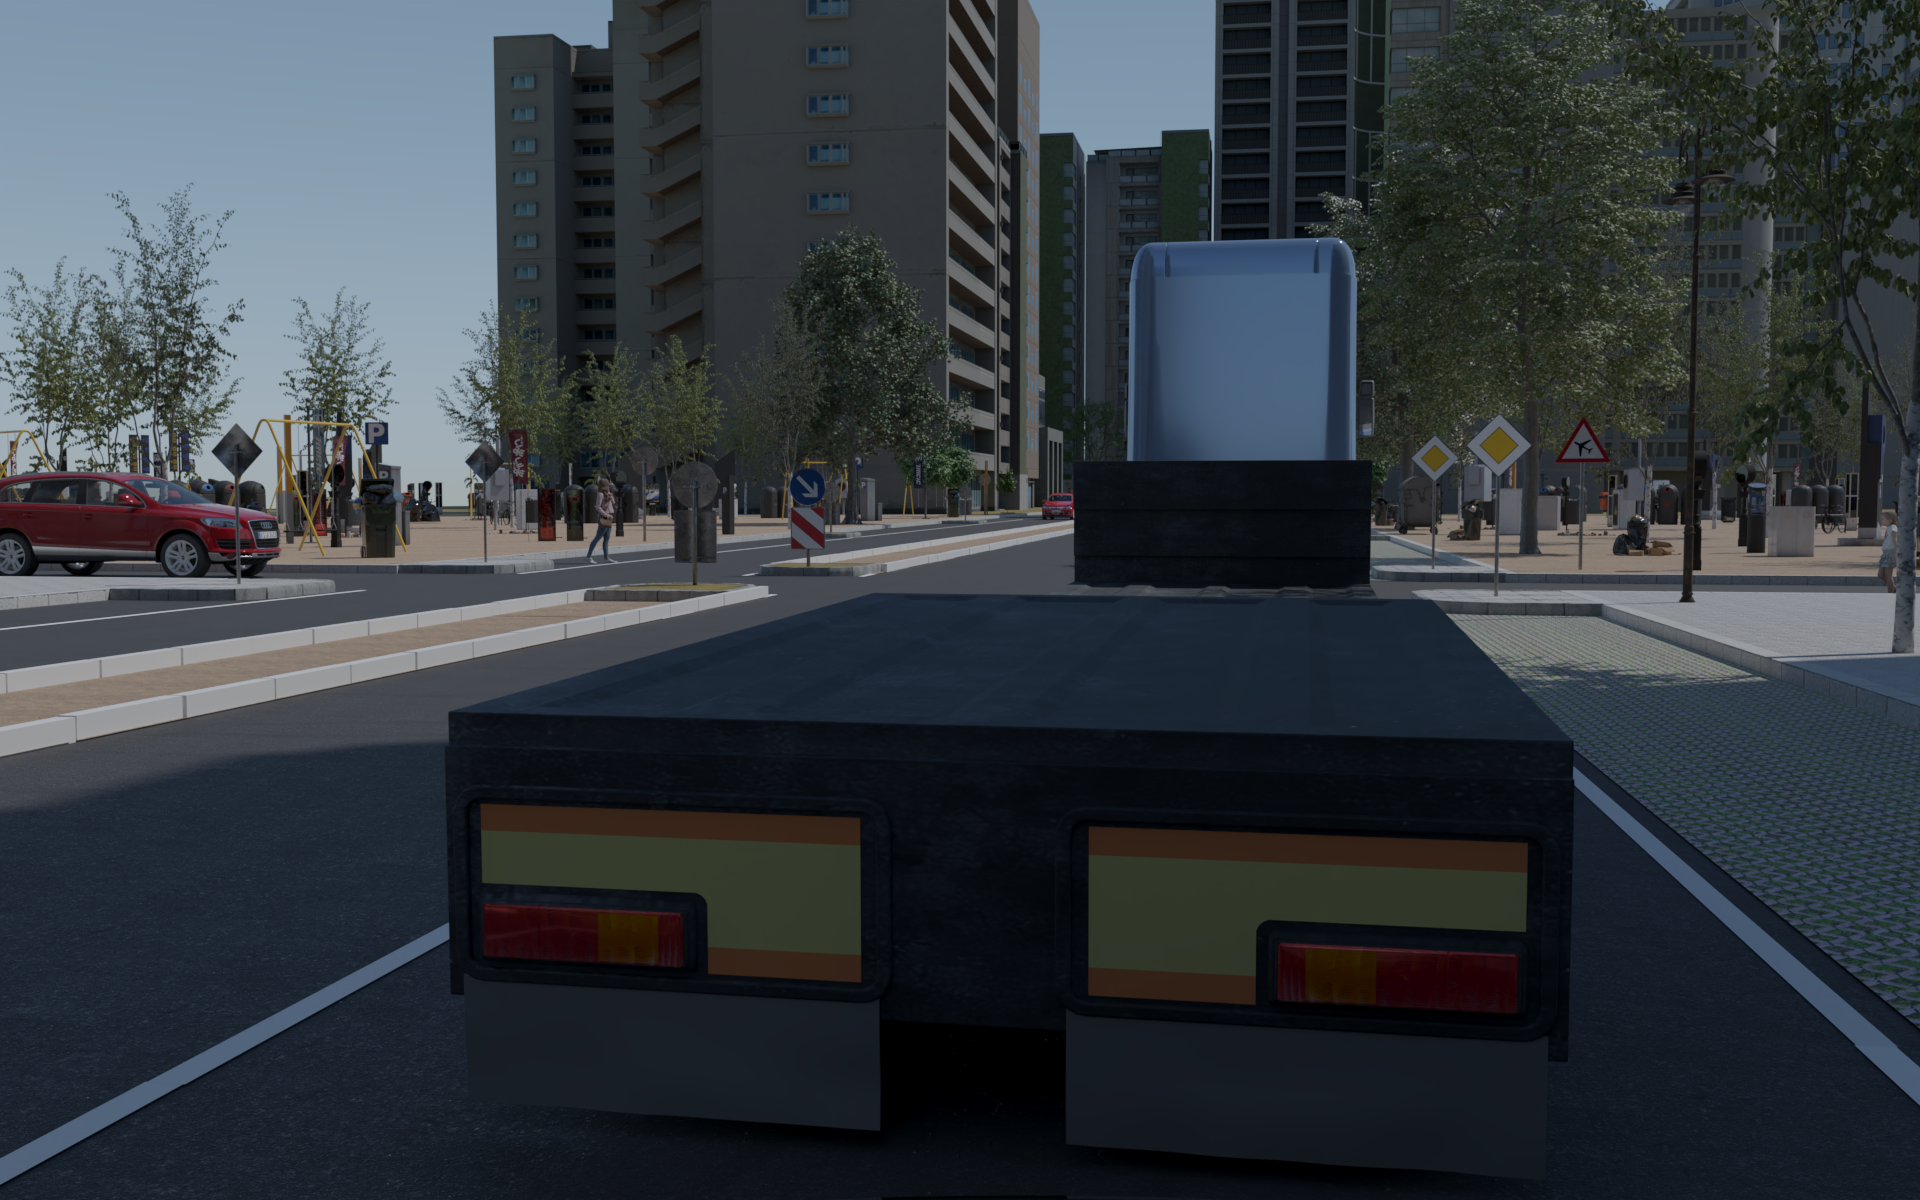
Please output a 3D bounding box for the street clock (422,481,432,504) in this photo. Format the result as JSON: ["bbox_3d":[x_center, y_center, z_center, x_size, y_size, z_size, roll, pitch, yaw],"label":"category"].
[{"bbox_3d":[-28.788,-5.449,93.668,0.471,2.002,0.358,0,4,1],"label":"street clock"}]

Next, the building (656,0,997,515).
[{"bbox_3d":[-9.555,-30.298,119.078,21.300,48.544,21.600,1,4,10],"label":"building"}]

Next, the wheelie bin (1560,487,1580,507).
[{"bbox_3d":[27.340,-4.258,77.527,0.980,1.594,0.693,0,4,3],"label":"wheelie bin"}]

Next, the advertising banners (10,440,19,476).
[{"bbox_3d":[-30.977,-3.661,56.045,0.090,3.025,2.074,0,4,0],"label":"advertising banners"}]

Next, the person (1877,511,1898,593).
[{"bbox_3d":[12.409,-0.579,22.986,0.382,1.210,0.505,1,4,14],"label":"person"}]

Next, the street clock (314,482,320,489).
[{"bbox_3d":[-34.036,-5.337,91.827,0.471,2.002,0.358,1,4,10],"label":"street clock"}]

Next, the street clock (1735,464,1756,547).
[{"bbox_3d":[19.135,-2.304,42.237,0.358,2.002,0.471,-1,4,-15],"label":"street clock"}]

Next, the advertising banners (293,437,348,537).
[{"bbox_3d":[-19.449,-3.441,52.449,0.090,3.025,2.074,3,5,40],"label":"advertising banners"}]

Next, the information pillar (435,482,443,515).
[{"bbox_3d":[-32.435,-6.319,107.807,0.304,2.012,0.304,2,4,28],"label":"information pillar"}]

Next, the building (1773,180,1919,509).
[{"bbox_3d":[81.488,-23.720,159.525,14.107,30.474,14.160,1,4,10],"label":"building"}]

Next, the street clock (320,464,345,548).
[{"bbox_3d":[-14.973,-2.260,41.521,0.358,2.002,0.471,1,4,15],"label":"street clock"}]

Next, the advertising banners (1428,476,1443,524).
[{"bbox_3d":[20.320,-4.766,74.104,0.090,3.025,2.074,0,4,-1],"label":"advertising banners"}]

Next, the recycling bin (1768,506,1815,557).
[{"bbox_3d":[17.129,-1.415,35.686,0.722,1.027,0.722,1,4,10],"label":"recycling bin"}]

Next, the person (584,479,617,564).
[{"bbox_3d":[-7.424,-1.631,35.751,0.643,1.750,0.593,0,4,-3],"label":"person"}]

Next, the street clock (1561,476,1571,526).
[{"bbox_3d":[24.587,-4.020,70.301,0.358,2.002,0.471,3,5,40],"label":"street clock"}]

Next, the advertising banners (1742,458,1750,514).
[{"bbox_3d":[33.726,-4.774,74.241,0.090,3.025,2.074,2,4,31],"label":"advertising banners"}]

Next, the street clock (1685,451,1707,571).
[{"bbox_3d":[12.347,-1.498,29.061,0.358,2.002,0.471,1,4,11],"label":"street clock"}]

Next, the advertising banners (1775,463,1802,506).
[{"bbox_3d":[46.675,-6.231,98.068,0.090,3.025,2.074,-2,4,-31],"label":"advertising banners"}]

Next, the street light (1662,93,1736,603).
[{"bbox_3d":[8.618,-2.909,20.348,0.468,5.910,1.993,1,4,10],"label":"street light"}]

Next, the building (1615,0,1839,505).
[{"bbox_3d":[47.685,-27.162,135.972,32.217,40.220,23.993,1,4,10],"label":"building"}]

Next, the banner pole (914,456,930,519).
[{"bbox_3d":[-1.980,-6.056,89.032,0.863,3.779,0.401,0,4,-2],"label":"banner pole"}]

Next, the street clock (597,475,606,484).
[{"bbox_3d":[-13.853,-3.820,67.032,0.358,2.002,0.471,-2,4,-28],"label":"street clock"}]

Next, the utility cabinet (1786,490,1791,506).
[{"bbox_3d":[44.950,-5.164,93.117,1.173,1.500,0.318,-2,4,-24],"label":"utility cabinet"}]

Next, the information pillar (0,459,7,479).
[{"bbox_3d":[-63.847,-7.604,115.688,0.183,3.616,0.504,2,4,24],"label":"information pillar"}]

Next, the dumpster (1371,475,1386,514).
[{"bbox_3d":[19.269,-4.845,81.712,1.502,2.255,1.985,1,4,10],"label":"dumpster"}]

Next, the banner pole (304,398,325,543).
[{"bbox_3d":[-16.754,-3.363,45.005,0.863,3.779,0.401,2,4,32],"label":"banner pole"}]

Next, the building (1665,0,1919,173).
[{"bbox_3d":[92.459,-39.521,188.165,28.212,58.520,21.231,1,4,10],"label":"building"}]

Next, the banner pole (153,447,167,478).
[{"bbox_3d":[-42.053,-6.193,91.274,0.863,3.779,0.401,-2,4,-30],"label":"banner pole"}]

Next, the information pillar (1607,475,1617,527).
[{"bbox_3d":[25.351,-3.843,67.320,0.304,2.012,0.304,2,4,26],"label":"information pillar"}]

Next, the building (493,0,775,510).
[{"bbox_3d":[-32.548,-33.743,175.397,21.600,48.544,21.300,1,4,10],"label":"building"}]

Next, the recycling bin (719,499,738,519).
[{"bbox_3d":[-11.753,-4.605,87.852,0.722,1.027,0.722,1,4,22],"label":"recycling bin"}]

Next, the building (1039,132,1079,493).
[{"bbox_3d":[6.916,-31.584,199.993,14.086,41.232,14.154,1,4,10],"label":"building"}]

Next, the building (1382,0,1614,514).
[{"bbox_3d":[36.060,-26.609,118.657,14.154,41.232,14.086,1,4,10],"label":"building"}]

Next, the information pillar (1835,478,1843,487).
[{"bbox_3d":[40.820,-4.642,80.385,0.304,2.012,0.304,0,4,0],"label":"information pillar"}]

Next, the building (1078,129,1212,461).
[{"bbox_3d":[21.611,-31.473,198.175,14.086,41.232,14.154,1,4,10],"label":"building"}]

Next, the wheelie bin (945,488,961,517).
[{"bbox_3d":[-0.342,-5.331,95.075,0.980,1.594,0.693,0,4,-2],"label":"wheelie bin"}]

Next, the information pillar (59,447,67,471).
[{"bbox_3d":[-44.757,-5.820,86.507,0.183,3.616,0.504,1,4,12],"label":"information pillar"}]

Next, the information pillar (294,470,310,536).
[{"bbox_3d":[-20.248,-2.993,53.426,0.304,2.012,0.304,-1,4,-12],"label":"information pillar"}]

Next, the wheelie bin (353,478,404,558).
[{"bbox_3d":[-11.692,-1.651,34.910,0.980,1.594,0.693,-2,4,-29],"label":"wheelie bin"}]

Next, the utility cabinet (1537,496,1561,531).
[{"bbox_3d":[20.650,-3.056,61.134,1.020,1.237,0.306,3,5,43],"label":"utility cabinet"}]

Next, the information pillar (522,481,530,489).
[{"bbox_3d":[-22.661,-5.263,90.534,0.304,2.012,0.304,1,4,20],"label":"information pillar"}]

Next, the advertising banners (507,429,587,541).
[{"bbox_3d":[-11.206,-3.110,47.035,2.074,3.025,0.090,0,4,-7],"label":"advertising banners"}]

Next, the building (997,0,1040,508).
[{"bbox_3d":[-0.851,-30.621,150.756,14.600,45.320,14.200,1,4,10],"label":"building"}]

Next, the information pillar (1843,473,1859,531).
[{"bbox_3d":[31.103,-3.421,60.424,0.304,2.012,0.304,0,4,-2],"label":"information pillar"}]

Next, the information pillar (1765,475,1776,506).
[{"bbox_3d":[30.717,-3.744,65.703,0.304,2.012,0.304,3,5,44],"label":"information pillar"}]

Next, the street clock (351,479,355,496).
[{"bbox_3d":[-26.404,-4.301,74.898,0.358,2.002,0.471,2,4,32],"label":"street clock"}]

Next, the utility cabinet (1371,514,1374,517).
[{"bbox_3d":[22.576,-5.332,95.864,0.318,1.500,1.173,0,4,-4],"label":"utility cabinet"}]

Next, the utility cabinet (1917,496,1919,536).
[{"bbox_3d":[29.177,-2.525,52.450,1.020,1.237,0.306,2,4,33],"label":"utility cabinet"}]

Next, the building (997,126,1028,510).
[{"bbox_3d":[-2.477,-22.343,137.002,14.160,30.474,14.107,1,4,10],"label":"building"}]

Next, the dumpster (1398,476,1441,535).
[{"bbox_3d":[14.750,-3.048,55.589,1.264,1.857,1.865,1,4,10],"label":"dumpster"}]

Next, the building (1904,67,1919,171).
[{"bbox_3d":[95.574,-29.002,157.780,14.086,41.232,14.154,1,4,10],"label":"building"}]

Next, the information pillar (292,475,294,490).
[{"bbox_3d":[-25.129,-3.707,65.094,0.304,2.012,0.304,2,4,33],"label":"information pillar"}]

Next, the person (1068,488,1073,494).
[{"bbox_3d":[7.319,-6.563,115.770,1.348,1.831,0.705,0,4,-6],"label":"person"}]

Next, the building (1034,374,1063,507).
[{"bbox_3d":[-6.522,-52.344,168.503,31.000,86.520,22.319,1,4,10],"label":"building"}]

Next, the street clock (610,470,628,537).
[{"bbox_3d":[-10.243,-2.906,52.090,0.471,2.002,0.358,-3,5,-41],"label":"street clock"}]

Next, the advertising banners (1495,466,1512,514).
[{"bbox_3d":[30.691,-6.222,97.919,2.074,3.025,0.090,-3,4,-36],"label":"advertising banners"}]

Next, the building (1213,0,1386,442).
[{"bbox_3d":[39.497,-46.405,196.971,20.611,71.187,20.563,1,4,10],"label":"building"}]

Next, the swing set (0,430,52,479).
[{"bbox_3d":[-23.685,-2.776,43.007,3.119,2.851,2.862,3,5,41],"label":"swing set"}]
